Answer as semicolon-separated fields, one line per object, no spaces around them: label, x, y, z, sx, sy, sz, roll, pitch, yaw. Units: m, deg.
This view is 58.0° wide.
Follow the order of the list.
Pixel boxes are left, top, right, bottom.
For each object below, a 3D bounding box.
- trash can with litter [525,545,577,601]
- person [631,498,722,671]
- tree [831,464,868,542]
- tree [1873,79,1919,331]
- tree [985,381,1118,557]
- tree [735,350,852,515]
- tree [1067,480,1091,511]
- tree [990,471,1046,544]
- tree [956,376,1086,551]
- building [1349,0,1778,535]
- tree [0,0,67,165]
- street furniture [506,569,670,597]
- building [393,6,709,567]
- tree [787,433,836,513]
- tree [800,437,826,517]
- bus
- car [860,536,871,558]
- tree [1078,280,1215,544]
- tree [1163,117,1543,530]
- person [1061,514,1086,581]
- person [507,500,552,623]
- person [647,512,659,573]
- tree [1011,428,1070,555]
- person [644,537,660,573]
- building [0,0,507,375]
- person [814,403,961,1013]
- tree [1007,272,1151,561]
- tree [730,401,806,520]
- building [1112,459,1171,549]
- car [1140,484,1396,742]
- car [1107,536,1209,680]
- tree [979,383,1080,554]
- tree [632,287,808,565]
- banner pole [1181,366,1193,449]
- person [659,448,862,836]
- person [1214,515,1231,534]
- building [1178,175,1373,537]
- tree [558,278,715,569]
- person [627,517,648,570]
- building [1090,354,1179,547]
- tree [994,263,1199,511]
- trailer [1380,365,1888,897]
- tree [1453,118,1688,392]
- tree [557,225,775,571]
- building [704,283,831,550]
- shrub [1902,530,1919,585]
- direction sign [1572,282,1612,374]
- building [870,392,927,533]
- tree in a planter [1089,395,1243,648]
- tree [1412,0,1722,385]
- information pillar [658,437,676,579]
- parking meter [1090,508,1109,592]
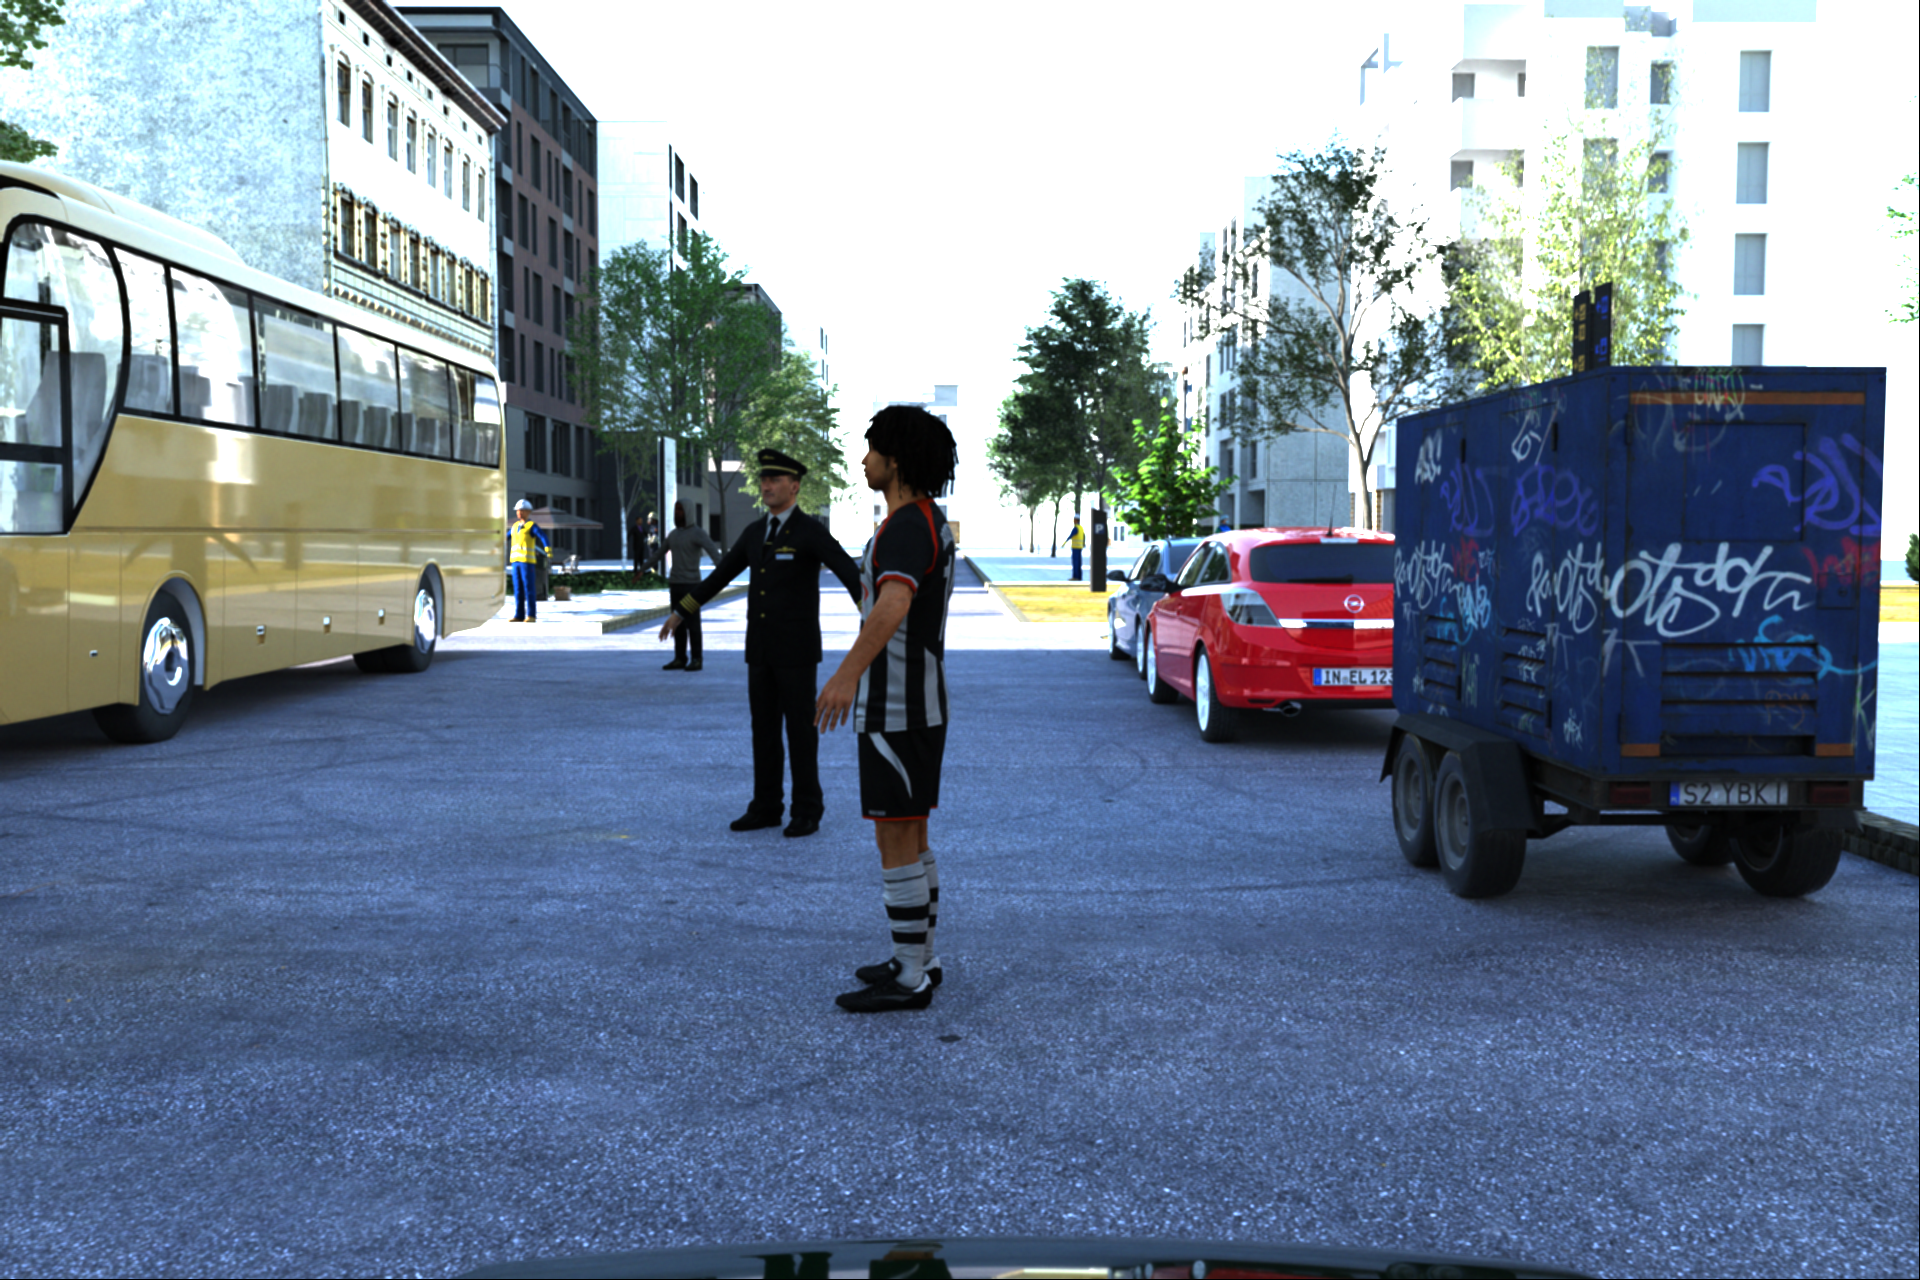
trash can with litter;-7.909;-1.339;33.288;1.055;1.170;0.624;0;4;-1
person;-2.909;-0.590;18.229;1.348;1.813;0.705;3;4;36
tree;-15.111;-17.477;220.161;7.601;10.594;8.767;0;4;3
tree;19.118;-6.263;28.156;9.928;11.665;9.643;0;3;0
tree;5.291;-9.808;94.775;8.767;10.594;7.601;-2;4;-30
tree;-10.250;-11.518;106.453;7.486;12.596;7.792;0;3;0
tree;17.212;-17.955;219.323;9.928;11.665;9.643;0;3;0
tree;7.355;-17.303;217.312;7.601;10.594;8.767;0;4;-4
tree;4.697;-13.501;131.104;12.009;13.543;11.850;0;3;0
building;20.566;-12.878;66.980;16.016;20.090;11.380;0;4;0
tree;-12.844;-6.061;17.217;7.486;12.596;7.792;0;3;0
street furniture;-11.258;-1.338;37.511;10.072;0.657;5.734;-1;4;-13
building;-28.372;-14.660;83.671;27.936;21.610;32.646;0;4;0
tree;-10.602;-10.354;119.657;4.737;8.622;4.395;0;3;0
tree;-11.295;-10.758;126.253;4.737;8.622;4.395;0;3;0
bus;-6.701;-1.440;15.090;2.896;3.916;12.252;0;4;-1
car;-3.682;-4.284;82.399;2.083;1.381;4.827;0;4;-1
tree;5.641;-6.112;50.290;4.360;8.622;3.978;0;3;0
tree;9.049;-6.363;38.449;8.767;10.594;7.601;-1;4;-17
person;3.159;-2.526;47.271;0.705;1.833;1.349;2;4;31
person;-6.355;-1.136;25.033;1.216;1.772;0.721;2;4;28
person;-8.185;-2.471;46.173;0.705;1.856;1.354;-1;4;-13
tree;4.591;-9.512;105.888;4.360;8.622;3.978;0;3;0
person;-9.919;-3.144;57.583;1.347;1.806;0.705;-2;4;-25
building;-26.076;-13.657;54.224;19.493;23.208;18.063;0;4;-1
person;-0.201;0.201;5.314;0.704;1.843;1.345;0;4;7
tree;5.508;-9.640;75.735;7.486;12.596;7.792;0;3;0
tree;-11.053;-8.821;94.578;4.360;8.622;3.978;0;3;0
building;19.139;-12.880;152.734;9.099;9.664;28.070;0;4;0
car;2.525;-0.267;13.408;2.155;1.783;4.494;0;4;-1
car;2.604;-0.385;18.291;2.014;1.417;4.499;0;4;-1
tree;4.799;-11.531;114.292;9.928;11.665;9.643;0;3;0
tree;-9.937;-8.935;71.836;9.928;11.665;9.643;0;3;0
banner pole;3.362;-2.181;25.681;0.401;3.779;0.863;0;4;-2
person;-0.872;0.003;8.339;1.347;1.837;0.705;2;4;32
person;7.435;-2.594;48.535;1.347;1.817;0.704;-3;5;-44
building;22.264;-13.926;94.153;16.747;18.905;31.486;0;4;0
tree;-10.023;-6.127;50.543;4.360;8.622;3.978;0;3;0
person;-9.758;-2.847;52.766;0.704;1.802;1.346;3;4;36
building;19.476;-20.446;190.705;16.016;20.090;11.380;0;4;-1
tree;4.716;-7.719;60.615;7.601;10.594;8.767;-1;4;-17
trailer;2.637;-0.050;7.859;1.471;1.999;3.904;0;4;-1
tree;10.893;-4.904;30.549;4.737;8.622;4.395;0;3;0
tree;-9.807;-8.102;58.221;9.928;11.665;9.643;0;3;0
building;-26.865;-19.159;157.228;27.936;21.610;32.646;0;3;0
shrub;22.960;-2.232;40.539;1.661;2.075;1.752;0;3;0
direction sign;5.823;-1.471;16.054;0.379;3.537;0.876;0;4;-1
building;-11.111;-22.230;222.330;11.380;20.090;16.016;0;4;5
tree in a planter;2.692;-1.539;22.391;1.991;3.239;1.994;0;4;0
tree;8.669;-4.497;23.883;4.360;8.622;3.978;0;3;0
information pillar;-7.184;-3.135;42.577;0.184;3.620;1.656;0;4;0
parking meter;3.075;-1.993;38.290;0.399;1.863;0.255;0;4;-2
